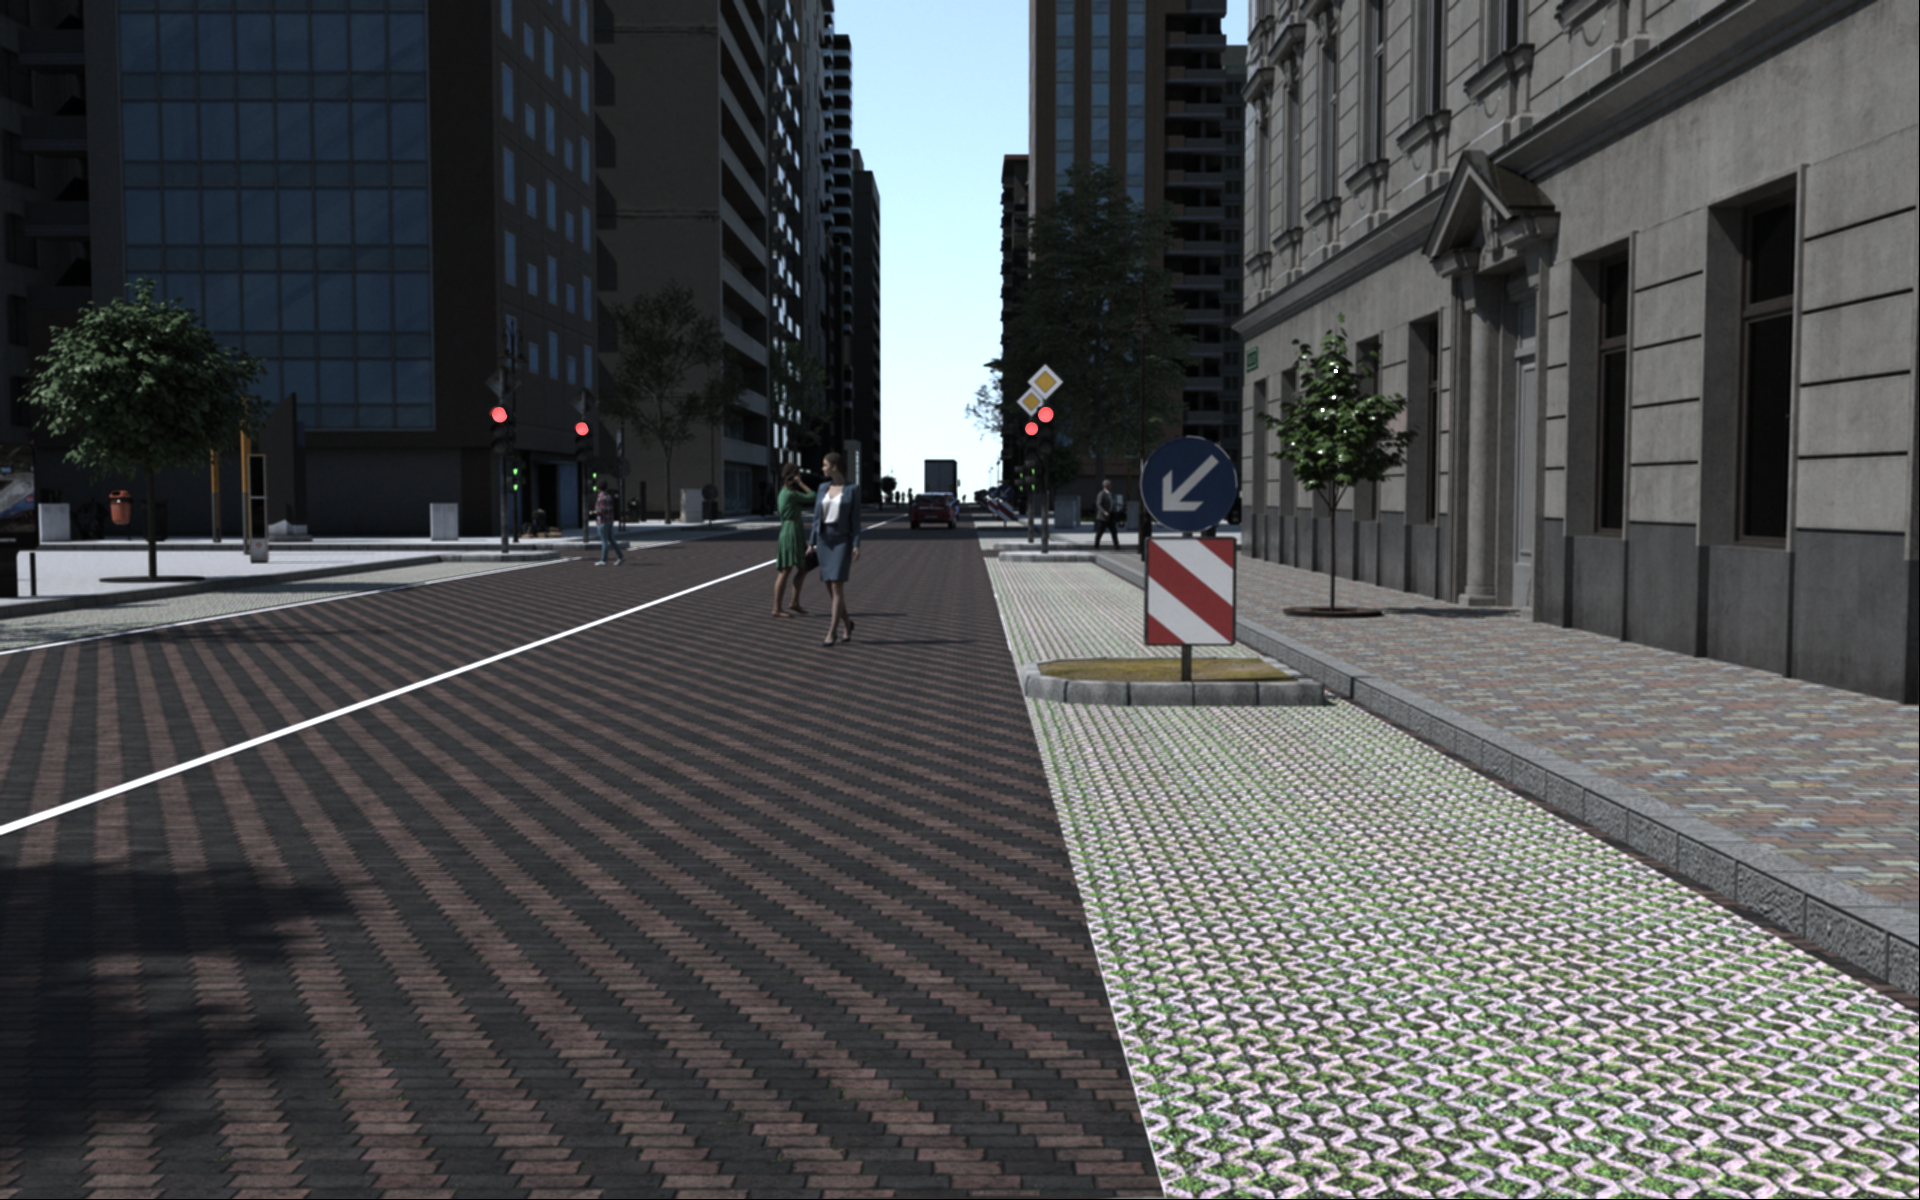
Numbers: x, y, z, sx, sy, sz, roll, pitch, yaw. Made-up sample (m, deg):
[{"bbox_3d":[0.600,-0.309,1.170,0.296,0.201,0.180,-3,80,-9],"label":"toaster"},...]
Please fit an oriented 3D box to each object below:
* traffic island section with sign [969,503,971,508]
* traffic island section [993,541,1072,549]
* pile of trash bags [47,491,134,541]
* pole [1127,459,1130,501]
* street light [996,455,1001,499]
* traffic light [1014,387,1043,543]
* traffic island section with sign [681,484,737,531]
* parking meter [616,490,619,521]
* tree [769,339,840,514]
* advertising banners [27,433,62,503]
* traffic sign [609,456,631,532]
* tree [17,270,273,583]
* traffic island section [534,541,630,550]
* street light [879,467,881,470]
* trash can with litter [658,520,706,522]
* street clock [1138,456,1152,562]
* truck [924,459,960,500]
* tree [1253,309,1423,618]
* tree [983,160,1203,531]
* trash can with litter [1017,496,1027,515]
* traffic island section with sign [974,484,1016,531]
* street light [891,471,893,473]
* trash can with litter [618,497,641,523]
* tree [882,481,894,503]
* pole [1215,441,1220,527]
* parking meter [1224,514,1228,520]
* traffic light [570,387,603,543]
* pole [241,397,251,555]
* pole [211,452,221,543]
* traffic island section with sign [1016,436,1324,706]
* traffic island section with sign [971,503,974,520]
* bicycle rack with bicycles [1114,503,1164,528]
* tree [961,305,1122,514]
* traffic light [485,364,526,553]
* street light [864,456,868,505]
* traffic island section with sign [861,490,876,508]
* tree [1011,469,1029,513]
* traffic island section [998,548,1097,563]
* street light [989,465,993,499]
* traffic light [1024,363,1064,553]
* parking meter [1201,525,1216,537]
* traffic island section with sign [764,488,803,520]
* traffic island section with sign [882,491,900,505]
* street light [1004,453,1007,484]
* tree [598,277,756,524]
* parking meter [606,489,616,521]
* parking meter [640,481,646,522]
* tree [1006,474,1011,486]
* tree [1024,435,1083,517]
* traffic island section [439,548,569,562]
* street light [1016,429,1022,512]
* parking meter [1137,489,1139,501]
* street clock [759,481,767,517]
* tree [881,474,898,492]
[{"bbox_3d":[1.905,-8.375,145.560,1.989,1.847,2.006,0,4,0],"label":"traffic island section with sign"},{"bbox_3d":[1.886,-1.420,45.503,2.009,0.180,2.903,0,4,0],"label":"traffic island section"},{"bbox_3d":[-24.358,-2.341,48.028,3.447,1.369,1.912,1,4,18],"label":"pile of trash bags"},{"bbox_3d":[9.929,-6.606,101.844,0.158,3.312,0.155,0,3,0],"label":"pole"},{"bbox_3d":[4.462,-14.239,205.590,0.468,5.910,1.993,0,4,0],"label":"street light"},{"bbox_3d":[1.846,-3.454,45.390,0.839,4.253,0.868,0,4,0],"label":"traffic light"},{"bbox_3d":[-9.782,-3.617,67.771,1.989,1.847,2.006,0,4,0],"label":"traffic island section with sign"},{"bbox_3d":[-16.360,-4.530,82.469,0.372,1.533,0.369,0,3,0],"label":"parking meter"},{"bbox_3d":[-11.633,-11.395,112.060,9.928,11.665,9.643,0,3,0],"label":"tree"},{"bbox_3d":[-26.585,-3.311,50.320,0.090,3.025,2.074,0,4,-4],"label":"advertising banners"},{"bbox_3d":[-11.502,-3.574,58.545,0.768,2.556,0.104,0,4,4],"label":"traffic sign"},{"bbox_3d":[-12.098,-2.564,25.642,4.285,4.588,4.351,0,3,0],"label":"tree"},{"bbox_3d":[-9.856,-1.423,45.549,2.009,0.180,2.903,0,4,0],"label":"traffic island section"},{"bbox_3d":[-11.219,-16.519,242.868,0.468,5.910,1.993,0,4,0],"label":"street light"},{"bbox_3d":[-12.775,-4.207,79.847,2.233,1.210,1.678,1,4,10],"label":"trash can with litter"},{"bbox_3d":[3.557,-1.736,32.948,0.358,2.002,0.471,0,4,2],"label":"street clock"},{"bbox_3d":[-1.526,-9.603,145.915,2.839,4.237,11.283,0,4,1],"label":"truck"},{"bbox_3d":[3.962,-1.445,18.220,1.663,3.219,1.824,0,3,0],"label":"tree"},{"bbox_3d":[4.604,-8.671,59.900,7.486,12.596,7.792,0,3,0],"label":"tree"},{"bbox_3d":[3.812,-5.811,106.391,0.624,1.170,1.055,0,4,2],"label":"trash can with litter"},{"bbox_3d":[1.630,-3.577,67.119,1.989,1.847,2.006,0,4,0],"label":"traffic island section with sign"},{"bbox_3d":[-10.990,-18.783,279.885,0.468,5.910,1.993,0,4,0],"label":"street light"},{"bbox_3d":[-14.630,-3.989,76.601,1.055,1.170,0.624,2,4,24],"label":"trash can with litter"},{"bbox_3d":[-11.220,-16.476,263.988,1.663,3.219,1.824,0,3,0],"label":"tree"},{"bbox_3d":[9.975,-4.488,67.227,0.158,3.312,0.155,0,3,0],"label":"pole"},{"bbox_3d":[13.026,-4.633,84.166,0.372,1.533,0.369,0,3,0],"label":"parking meter"},{"bbox_3d":[-9.816,-3.455,45.414,0.839,4.253,0.868,0,4,0],"label":"traffic light"},{"bbox_3d":[-15.067,-2.614,36.585,0.158,3.312,0.155,0,3,0],"label":"pole"},{"bbox_3d":[-19.605,-3.166,45.603,0.158,3.312,0.155,0,3,0],"label":"pole"},{"bbox_3d":[1.454,-0.240,12.555,1.989,1.847,2.006,0,4,0],"label":"traffic island section with sign"},{"bbox_3d":[1.729,-5.265,94.710,1.989,1.847,2.006,0,4,0],"label":"traffic island section with sign"},{"bbox_3d":[6.730,-3.225,66.106,2.852,0.926,2.925,3,5,45],"label":"bicycle rack with bicycles"},{"bbox_3d":[5.354,-12.204,109.899,12.009,13.543,11.850,0,3,0],"label":"tree"},{"bbox_3d":[-9.843,-2.967,37.429,0.839,4.253,0.868,0,4,0],"label":"traffic light"},{"bbox_3d":[-11.173,-14.266,206.038,0.468,5.910,1.993,0,4,0],"label":"street light"},{"bbox_3d":[-9.409,-10.001,172.151,1.989,1.847,2.006,0,4,0],"label":"traffic island section with sign"},{"bbox_3d":[4.721,-7.629,119.337,1.663,3.219,1.824,0,3,0],"label":"tree"},{"bbox_3d":[1.858,-0.932,37.518,2.009,0.180,2.903,0,4,0],"label":"traffic island section"},{"bbox_3d":[4.762,-18.749,279.327,0.468,5.910,1.993,0,4,0],"label":"street light"},{"bbox_3d":[1.818,-2.965,37.405,0.839,4.253,0.868,0,4,0],"label":"traffic light"},{"bbox_3d":[6.987,-2.625,48.628,0.399,1.863,0.255,-3,4,-37],"label":"parking meter"},{"bbox_3d":[-9.686,-5.308,95.409,1.989,1.847,2.006,0,4,0],"label":"traffic island section with sign"},{"bbox_3d":[-9.229,-13.364,227.133,1.989,1.847,2.006,0,4,0],"label":"traffic island section with sign"},{"bbox_3d":[4.238,-11.437,159.780,0.468,5.910,1.993,0,4,0],"label":"street light"},{"bbox_3d":[-12.257,-8.520,73.707,8.767,10.594,7.601,2,4,26],"label":"tree"},{"bbox_3d":[-16.642,-4.504,82.048,0.372,1.533,0.369,0,3,0],"label":"parking meter"},{"bbox_3d":[-14.712,-4.569,80.418,0.255,1.863,0.399,0,4,-6],"label":"parking meter"},{"bbox_3d":[4.081,-8.605,135.300,1.663,3.219,1.824,0,3,0],"label":"tree"},{"bbox_3d":[5.250,-6.939,97.171,4.285,4.588,4.351,0,3,0],"label":"tree"},{"bbox_3d":[-9.883,-0.935,37.564,2.009,0.180,2.903,0,4,0],"label":"traffic island section"},{"bbox_3d":[4.221,-9.184,122.951,0.468,5.910,1.993,0,4,0],"label":"street light"},{"bbox_3d":[8.605,-4.524,82.384,0.372,1.533,0.369,0,3,0],"label":"parking meter"},{"bbox_3d":[-11.246,-5.763,98.803,0.358,2.002,0.471,2,4,29],"label":"street clock"},{"bbox_3d":[-11.500,-17.809,274.887,4.285,4.588,4.351,0,3,0],"label":"tree"}]
